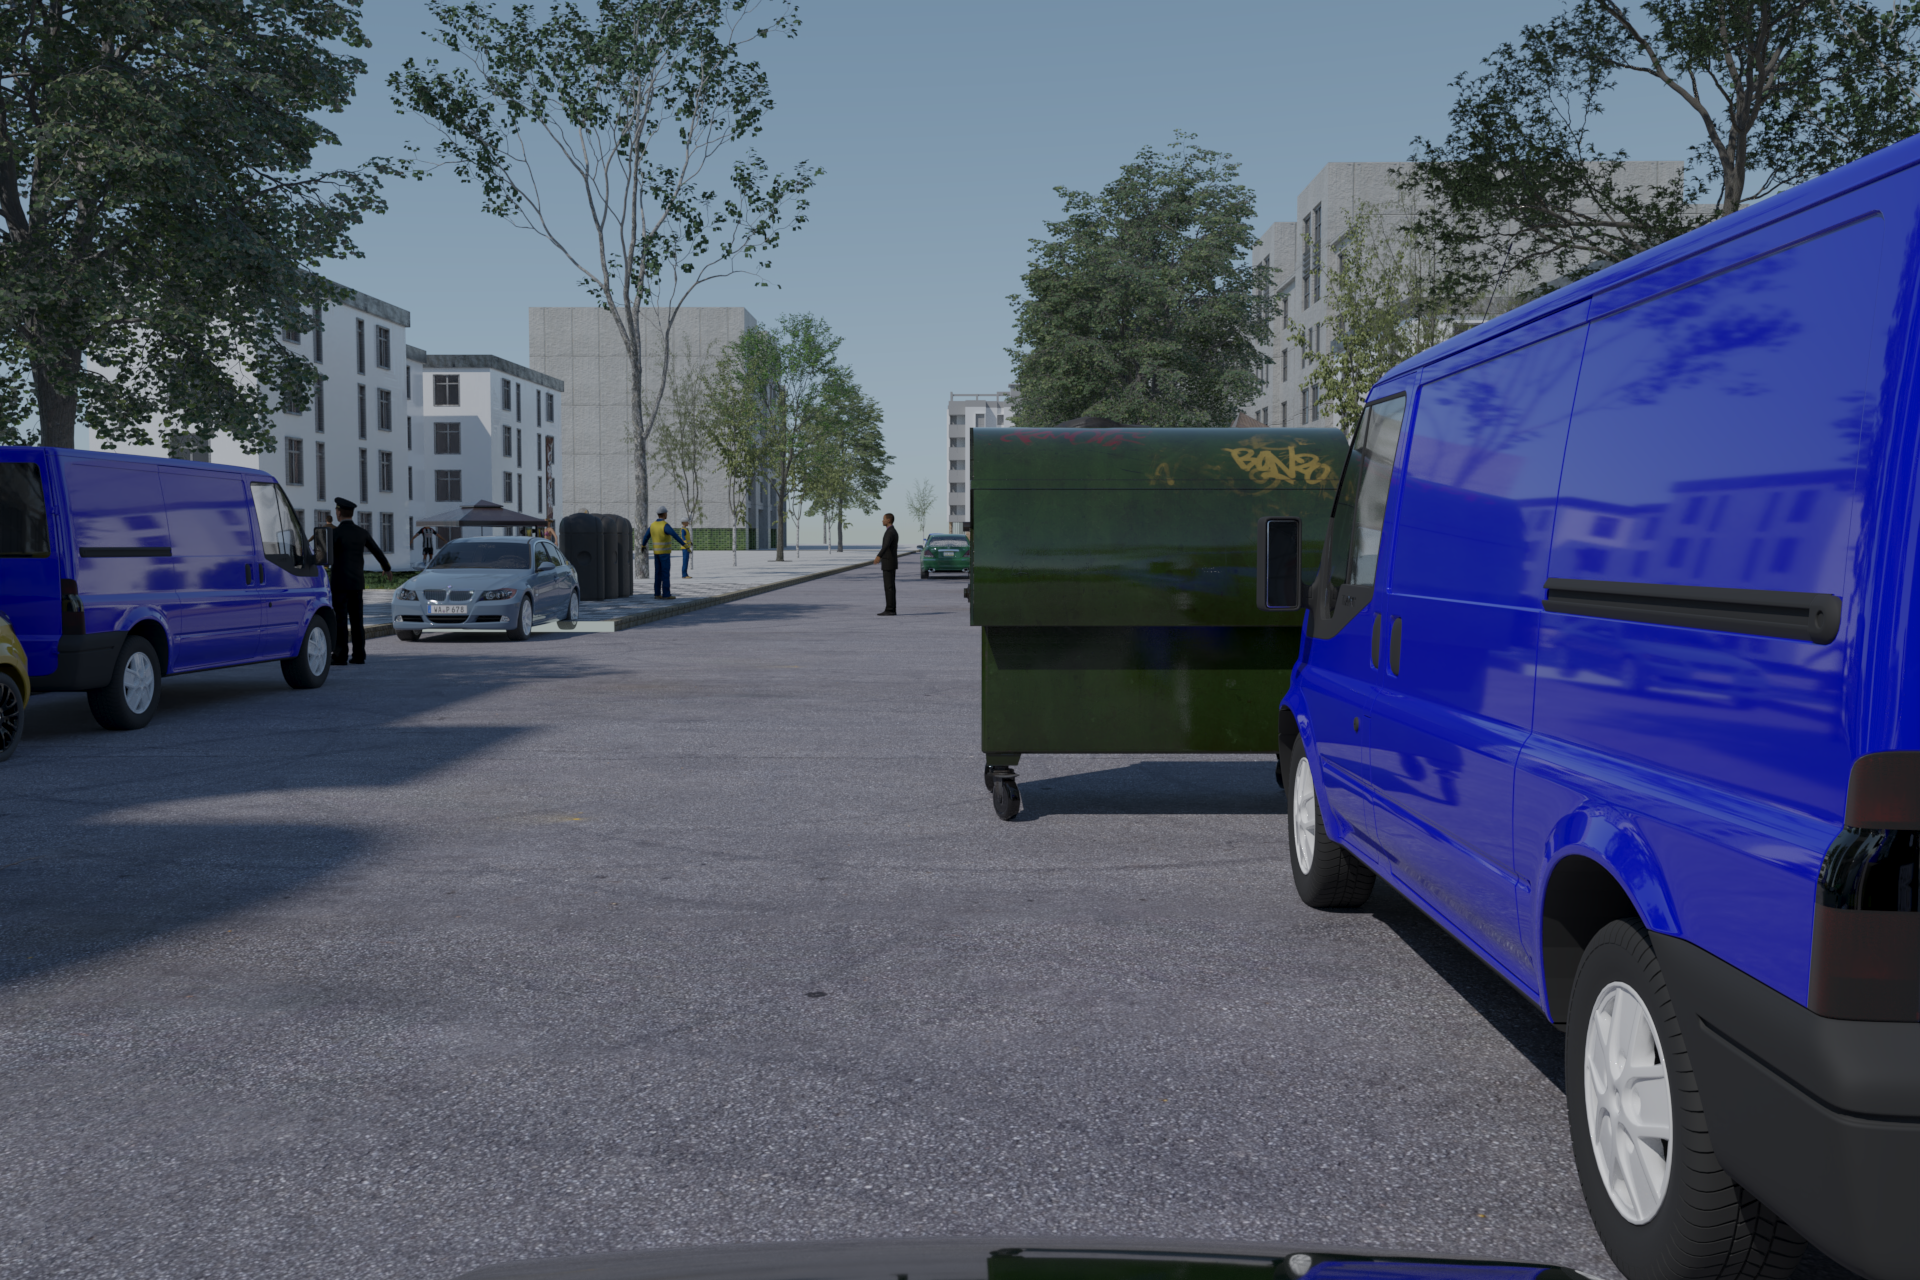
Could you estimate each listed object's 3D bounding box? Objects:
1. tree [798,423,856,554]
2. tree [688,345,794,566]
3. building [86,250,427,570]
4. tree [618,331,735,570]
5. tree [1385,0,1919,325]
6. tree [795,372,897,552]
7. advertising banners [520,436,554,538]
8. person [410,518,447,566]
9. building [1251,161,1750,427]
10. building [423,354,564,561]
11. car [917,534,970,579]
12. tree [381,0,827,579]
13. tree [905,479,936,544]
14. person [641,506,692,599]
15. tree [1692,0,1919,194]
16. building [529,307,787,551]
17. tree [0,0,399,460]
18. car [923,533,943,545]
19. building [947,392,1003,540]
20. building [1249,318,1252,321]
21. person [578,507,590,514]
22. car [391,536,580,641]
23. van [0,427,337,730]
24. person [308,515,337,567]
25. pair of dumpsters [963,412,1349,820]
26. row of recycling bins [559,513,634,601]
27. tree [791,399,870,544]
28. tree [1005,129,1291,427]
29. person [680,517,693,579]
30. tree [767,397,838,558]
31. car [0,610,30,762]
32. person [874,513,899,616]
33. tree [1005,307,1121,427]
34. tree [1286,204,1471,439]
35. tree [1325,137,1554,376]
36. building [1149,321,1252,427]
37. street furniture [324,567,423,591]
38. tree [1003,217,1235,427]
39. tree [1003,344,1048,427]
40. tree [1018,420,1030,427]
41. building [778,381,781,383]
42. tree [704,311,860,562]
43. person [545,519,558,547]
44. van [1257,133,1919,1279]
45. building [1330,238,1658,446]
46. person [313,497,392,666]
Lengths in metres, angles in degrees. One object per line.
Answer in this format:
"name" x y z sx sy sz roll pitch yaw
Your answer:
"tree" -8.345 -9.774 110.169 4.737 8.622 4.395 0 3 0
"tree" -8.717 -7.232 68.599 4.737 8.622 4.395 0 3 0
"building" -25.255 -7.541 65.449 9.099 9.664 28.070 0 4 0
"tree" -9.497 -6.843 62.240 4.360 8.622 3.978 0 3 0
"tree" 8.328 -5.221 19.768 7.601 10.594 8.767 -1 4 -18
"tree" -8.099 -12.467 121.962 7.486 12.596 7.792 0 3 0
"advertising banners" -7.388 -2.093 30.402 0.090 3.025 2.074 0 4 2
"person" -18.026 -3.214 58.686 1.345 1.843 0.704 -3 5 -40
"building" 26.011 -13.732 90.983 16.747 18.905 31.486 0 4 1
"building" -26.239 -9.357 95.128 9.099 9.664 28.070 0 4 1
"car" -0.371 -2.749 56.741 2.131 1.459 4.920 0 4 0
"tree" -9.937 -11.744 47.905 12.611 20.169 13.585 0 3 0
"tree" -4.442 -16.593 221.652 4.360 8.622 3.978 0 3 0
"person" -5.850 -1.725 34.165 1.349 1.833 0.705 2 4 35
"tree" 21.141 -10.970 35.247 12.611 20.169 13.585 0 3 0
"building" -25.111 -17.393 150.838 16.747 18.905 31.486 0 3 0
"tree" -12.823 -7.182 24.079 9.857 13.997 8.962 0 3 0
"car" -1.676 -7.078 125.320 1.945 1.707 3.694 0 4 1
"building" -1.280 -22.178 221.494 11.380 20.090 16.016 0 4 -5
"building" 27.593 -21.241 178.220 19.493 23.208 18.063 0 4 1
"person" -8.133 -1.941 37.504 0.705 1.858 1.354 3 5 45
"car" -6.672 -0.783 24.808 2.014 1.417 4.499 0 4 1
"van" -6.907 -0.608 14.324 2.240 2.365 5.245 0 4 1
"person" -17.673 -2.595 48.574 1.346 1.812 0.704 -2 4 -28
"pair of dumpsters" 2.233 -0.256 9.139 4.436 2.255 1.574 0 4 0
"row of recycling bins" -7.223 -1.688 34.719 1.069 1.692 3.534 0 4 1
"tree" -16.497 -22.554 224.642 12.611 20.169 13.585 0 3 0
"tree" 5.825 -9.147 56.216 9.857 13.997 8.962 0 3 0
"person" -7.827 -2.657 49.898 0.721 1.772 1.216 0 4 -2
"tree" -8.665 -8.723 92.991 4.737 8.622 4.395 0 3 0
"car" -6.870 0.047 9.452 2.015 1.641 3.980 0 4 1
"person" -1.269 -1.332 30.465 0.704 1.802 1.346 1 4 9
"tree" 5.855 -10.033 82.166 7.486 12.596 7.792 0 3 0
"tree" 9.279 -5.392 38.524 4.737 8.622 4.395 0 3 0
"tree" 8.627 -5.055 33.004 4.360 8.622 3.978 0 3 0
"building" 25.847 -17.495 152.501 16.747 18.905 31.486 0 4 1
"street furniture" -14.752 -1.563 41.188 10.072 0.657 5.734 1 4 9
"tree" 6.628 -9.979 69.817 9.857 13.997 8.962 0 3 0
"tree" 7.184 -12.142 105.176 9.857 13.997 8.962 0 3 0
"tree" 6.327 -9.803 94.694 8.767 10.594 7.601 0 4 5
"building" -23.929 -19.157 169.633 16.016 20.090 11.380 0 4 1
"tree" -8.254 -9.455 80.345 9.928 11.665 9.643 0 3 0
"person" -11.782 -2.595 49.228 1.217 1.733 0.721 3 5 42
"van" 2.214 -0.032 4.902 2.240 2.365 5.245 0 4 0
"building" 20.419 -7.299 61.488 9.099 9.664 28.070 0 4 1
"person" -6.742 -0.648 18.992 0.705 1.837 1.347 2 4 33
